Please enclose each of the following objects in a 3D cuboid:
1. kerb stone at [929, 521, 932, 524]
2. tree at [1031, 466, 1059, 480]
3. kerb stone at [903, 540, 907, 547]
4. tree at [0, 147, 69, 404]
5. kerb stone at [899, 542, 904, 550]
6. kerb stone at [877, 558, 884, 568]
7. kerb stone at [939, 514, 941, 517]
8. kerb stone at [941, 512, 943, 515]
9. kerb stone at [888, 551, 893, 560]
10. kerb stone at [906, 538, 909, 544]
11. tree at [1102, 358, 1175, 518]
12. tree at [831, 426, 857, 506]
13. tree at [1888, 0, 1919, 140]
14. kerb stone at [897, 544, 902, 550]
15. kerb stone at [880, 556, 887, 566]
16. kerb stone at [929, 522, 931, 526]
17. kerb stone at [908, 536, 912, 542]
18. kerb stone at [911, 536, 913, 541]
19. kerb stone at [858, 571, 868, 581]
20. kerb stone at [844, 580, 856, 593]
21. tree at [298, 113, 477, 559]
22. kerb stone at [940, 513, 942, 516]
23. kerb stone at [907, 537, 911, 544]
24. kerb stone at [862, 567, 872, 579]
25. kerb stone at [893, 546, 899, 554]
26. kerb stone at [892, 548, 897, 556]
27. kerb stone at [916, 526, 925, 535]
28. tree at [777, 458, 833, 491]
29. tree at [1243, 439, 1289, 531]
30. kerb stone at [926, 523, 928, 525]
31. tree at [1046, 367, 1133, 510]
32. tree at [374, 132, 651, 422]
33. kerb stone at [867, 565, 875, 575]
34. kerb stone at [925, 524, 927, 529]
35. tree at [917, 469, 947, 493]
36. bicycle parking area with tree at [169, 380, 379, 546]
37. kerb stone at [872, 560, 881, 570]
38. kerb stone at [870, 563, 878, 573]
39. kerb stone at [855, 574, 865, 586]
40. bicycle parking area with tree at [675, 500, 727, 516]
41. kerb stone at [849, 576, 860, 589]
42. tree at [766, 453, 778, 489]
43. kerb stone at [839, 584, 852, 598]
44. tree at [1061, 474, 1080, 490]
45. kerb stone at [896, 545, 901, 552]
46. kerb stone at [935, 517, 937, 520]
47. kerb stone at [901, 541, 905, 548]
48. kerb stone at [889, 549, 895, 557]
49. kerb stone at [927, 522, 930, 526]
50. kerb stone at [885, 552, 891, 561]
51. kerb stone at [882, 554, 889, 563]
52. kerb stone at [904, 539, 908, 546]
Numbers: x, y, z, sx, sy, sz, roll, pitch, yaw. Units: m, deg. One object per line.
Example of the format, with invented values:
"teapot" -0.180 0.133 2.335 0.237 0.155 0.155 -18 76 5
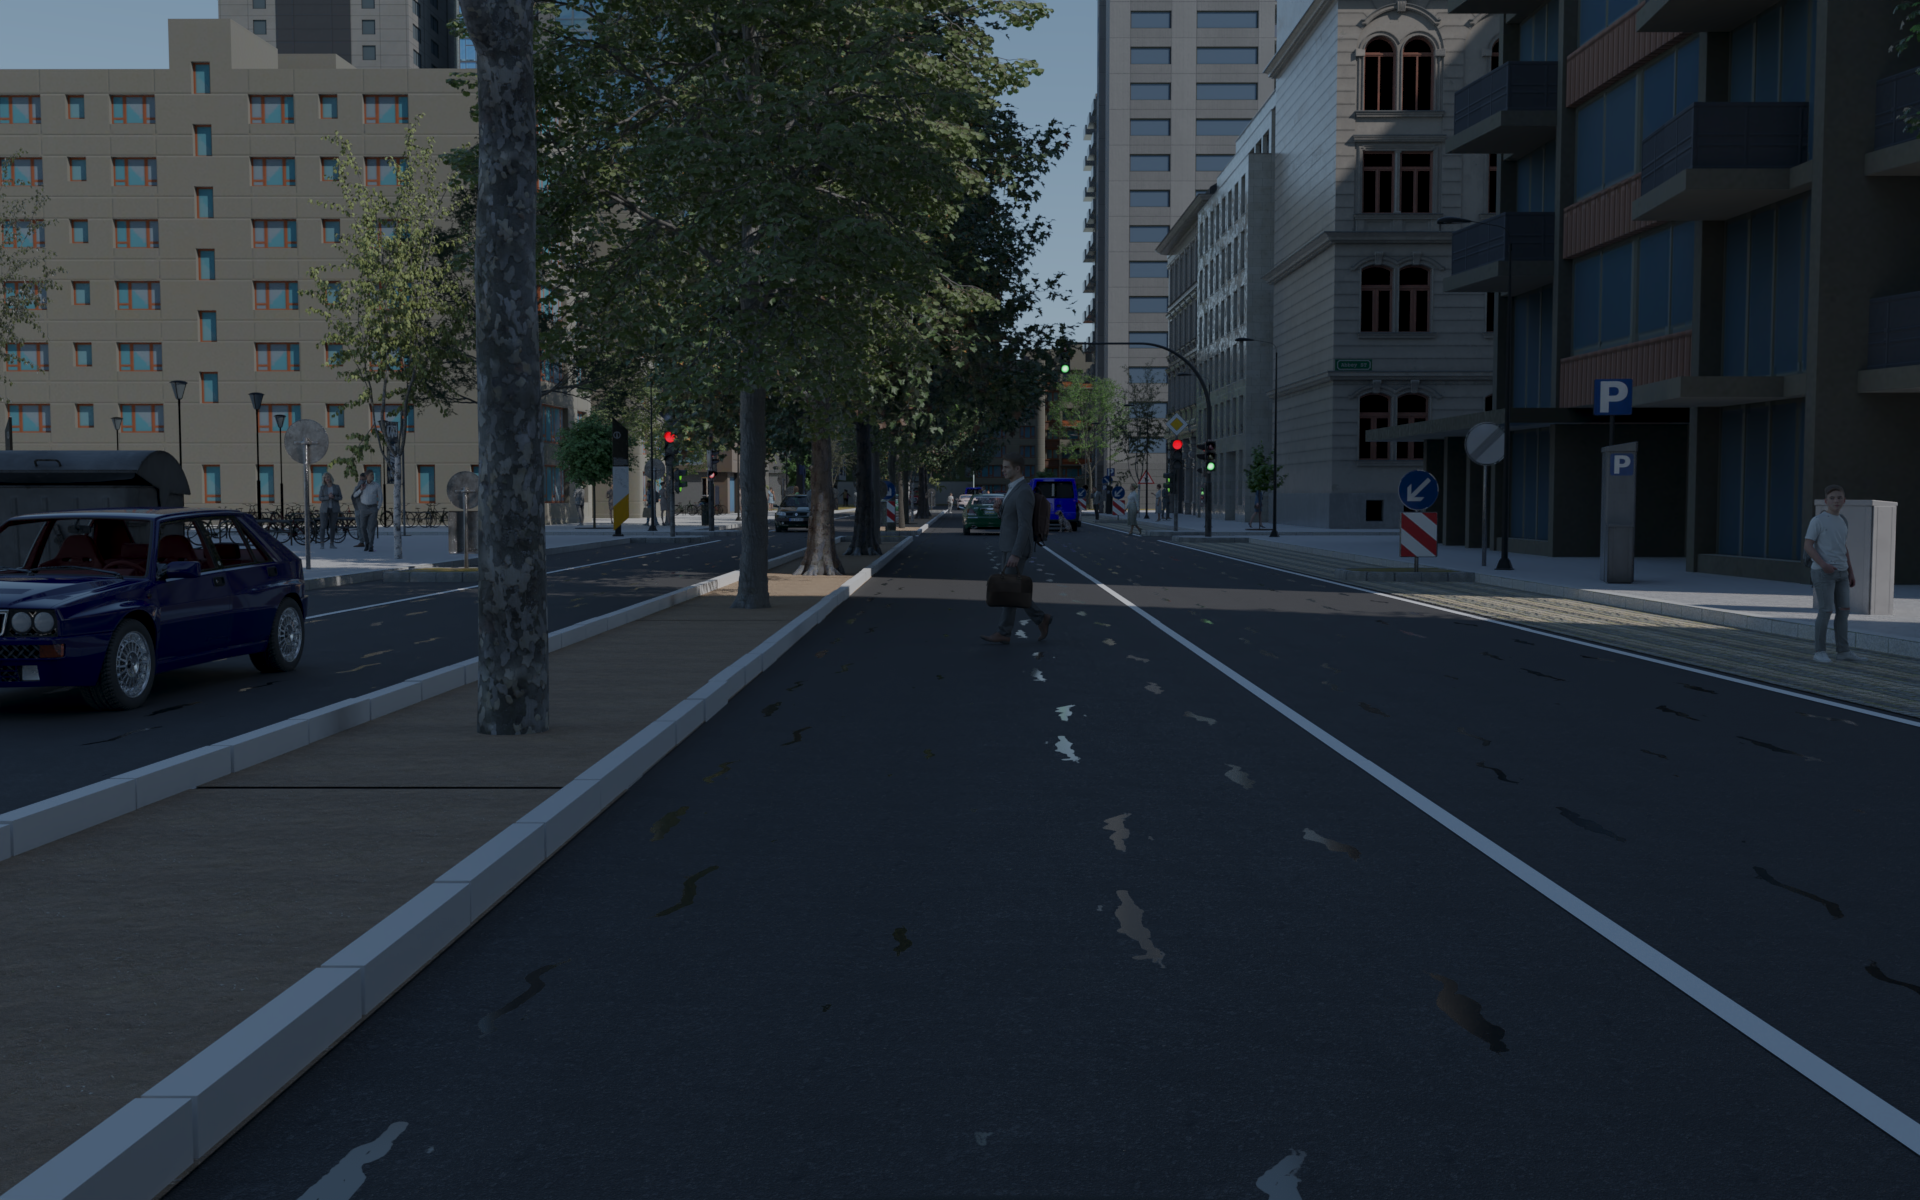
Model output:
"kerb stone" -1.417 -3.261 75.506 0.120 0.150 1.000 0 4 0
"tree" 10.188 -13.644 206.799 4.285 4.588 4.351 0 3 0
"kerb stone" -1.534 -1.403 45.225 0.120 0.150 1.000 0 4 0
"tree" -20.090 -5.178 35.022 4.360 8.622 3.978 0 3 0
"kerb stone" -1.545 -1.283 43.179 0.120 0.150 1.000 0 4 0
"kerb stone" -1.578 -0.656 32.917 0.120 0.150 1.000 0 4 0
"kerb stone" -1.322 -4.762 100.102 0.120 0.150 1.000 0 4 0
"kerb stone" -1.291 -5.266 108.297 0.120 0.150 1.000 0 4 0
"kerb stone" -1.559 -0.907 37.025 0.120 0.150 1.000 0 4 0
"kerb stone" -1.525 -1.534 47.272 0.120 0.150 1.000 0 4 0
"tree" 9.718 -8.801 94.264 4.360 8.622 3.978 0 3 0
"tree" -10.742 -14.092 180.773 4.360 8.622 3.978 0 3 0
"tree" 9.855 -5.340 13.061 9.928 11.665 9.643 0 3 0
"kerb stone" -1.545 -1.220 42.147 0.120 0.150 1.000 0 4 0
"kerb stone" -1.572 -0.718 33.949 0.120 0.150 1.000 0 4 0
"kerb stone" -1.423 -3.136 73.461 0.120 0.150 1.000 0 4 0
"kerb stone" -1.512 -1.659 49.316 0.120 0.150 1.000 0 4 0
"kerb stone" -1.510 -1.721 50.338 0.120 0.150 1.000 0 4 0
"kerb stone" -1.602 -0.333 27.786 0.120 0.150 1.000 0 4 0
"kerb stone" -1.607 -0.153 24.707 0.120 0.150 1.000 0 4 0
"tree" -11.124 -5.134 34.299 4.737 8.622 4.395 0 3 0
"kerb stone" -1.317 -4.953 103.171 0.120 0.150 1.000 0 4 0
"kerb stone" -1.521 -1.596 48.294 0.120 0.150 1.000 0 4 0
"kerb stone" -1.592 -0.405 28.814 0.120 0.150 1.000 0 4 0
"kerb stone" -1.551 -1.091 40.098 0.120 0.150 1.000 0 4 0
"kerb stone" -1.556 -1.032 39.074 0.120 0.150 1.000 0 4 0
"kerb stone" -1.464 -2.570 64.236 0.120 0.150 1.000 0 4 0
"tree" -11.065 -8.968 130.339 4.285 4.588 4.351 0 3 0
"tree" 10.568 -4.070 61.145 1.663 3.219 1.824 0 3 0
"kerb stone" -1.434 -2.885 69.364 0.120 0.150 1.000 0 4 0
"tree" 10.652 -13.262 142.597 9.928 11.665 9.643 0 3 0
"tree" -11.664 -6.794 45.497 7.601 10.594 8.767 0 4 -7
"kerb stone" -1.598 -0.467 29.836 0.120 0.150 1.000 0 4 0
"kerb stone" -1.450 -2.759 67.310 0.120 0.150 1.000 0 4 0
"tree" -2.511 -10.129 118.430 4.737 8.622 4.395 0 3 0
"bicycle parking area with tree" -19.942 -3.636 46.445 9.016 4.147 8.231 1 4 12
"kerb stone" -1.579 -0.591 31.891 0.120 0.150 1.000 0 4 0
"kerb stone" -1.594 -0.525 30.858 0.120 0.150 1.000 0 4 0
"kerb stone" -1.603 -0.271 26.764 0.120 0.150 1.000 0 4 0
"bicycle parking area with tree" -18.097 -7.260 105.707 9.016 4.147 8.231 1 4 9
"kerb stone" -1.608 -0.217 25.736 0.120 0.150 1.000 0 4 0
"tree" -10.560 -8.548 90.116 4.737 8.622 4.395 0 3 0
"kerb stone" -1.606 -0.085 23.686 0.120 0.150 1.000 0 4 0
"tree" 10.572 -10.749 170.350 1.663 3.219 1.824 0 3 0
"kerb stone" -1.551 -1.158 41.124 0.120 0.150 1.000 0 4 0
"kerb stone" -1.375 -4.013 87.802 0.120 0.150 1.000 0 4 0
"kerb stone" -1.534 -1.346 44.203 0.120 0.150 1.000 0 4 0
"kerb stone" -1.556 -0.969 38.052 0.120 0.150 1.000 0 4 0
"kerb stone" -1.431 -3.010 71.412 0.120 0.150 1.000 0 4 0
"kerb stone" -1.564 -0.844 36.003 0.120 0.150 1.000 0 4 0
"kerb stone" -1.569 -0.779 34.973 0.120 0.150 1.000 0 4 0
"kerb stone" -1.530 -1.471 46.247 0.120 0.150 1.000 0 4 0
